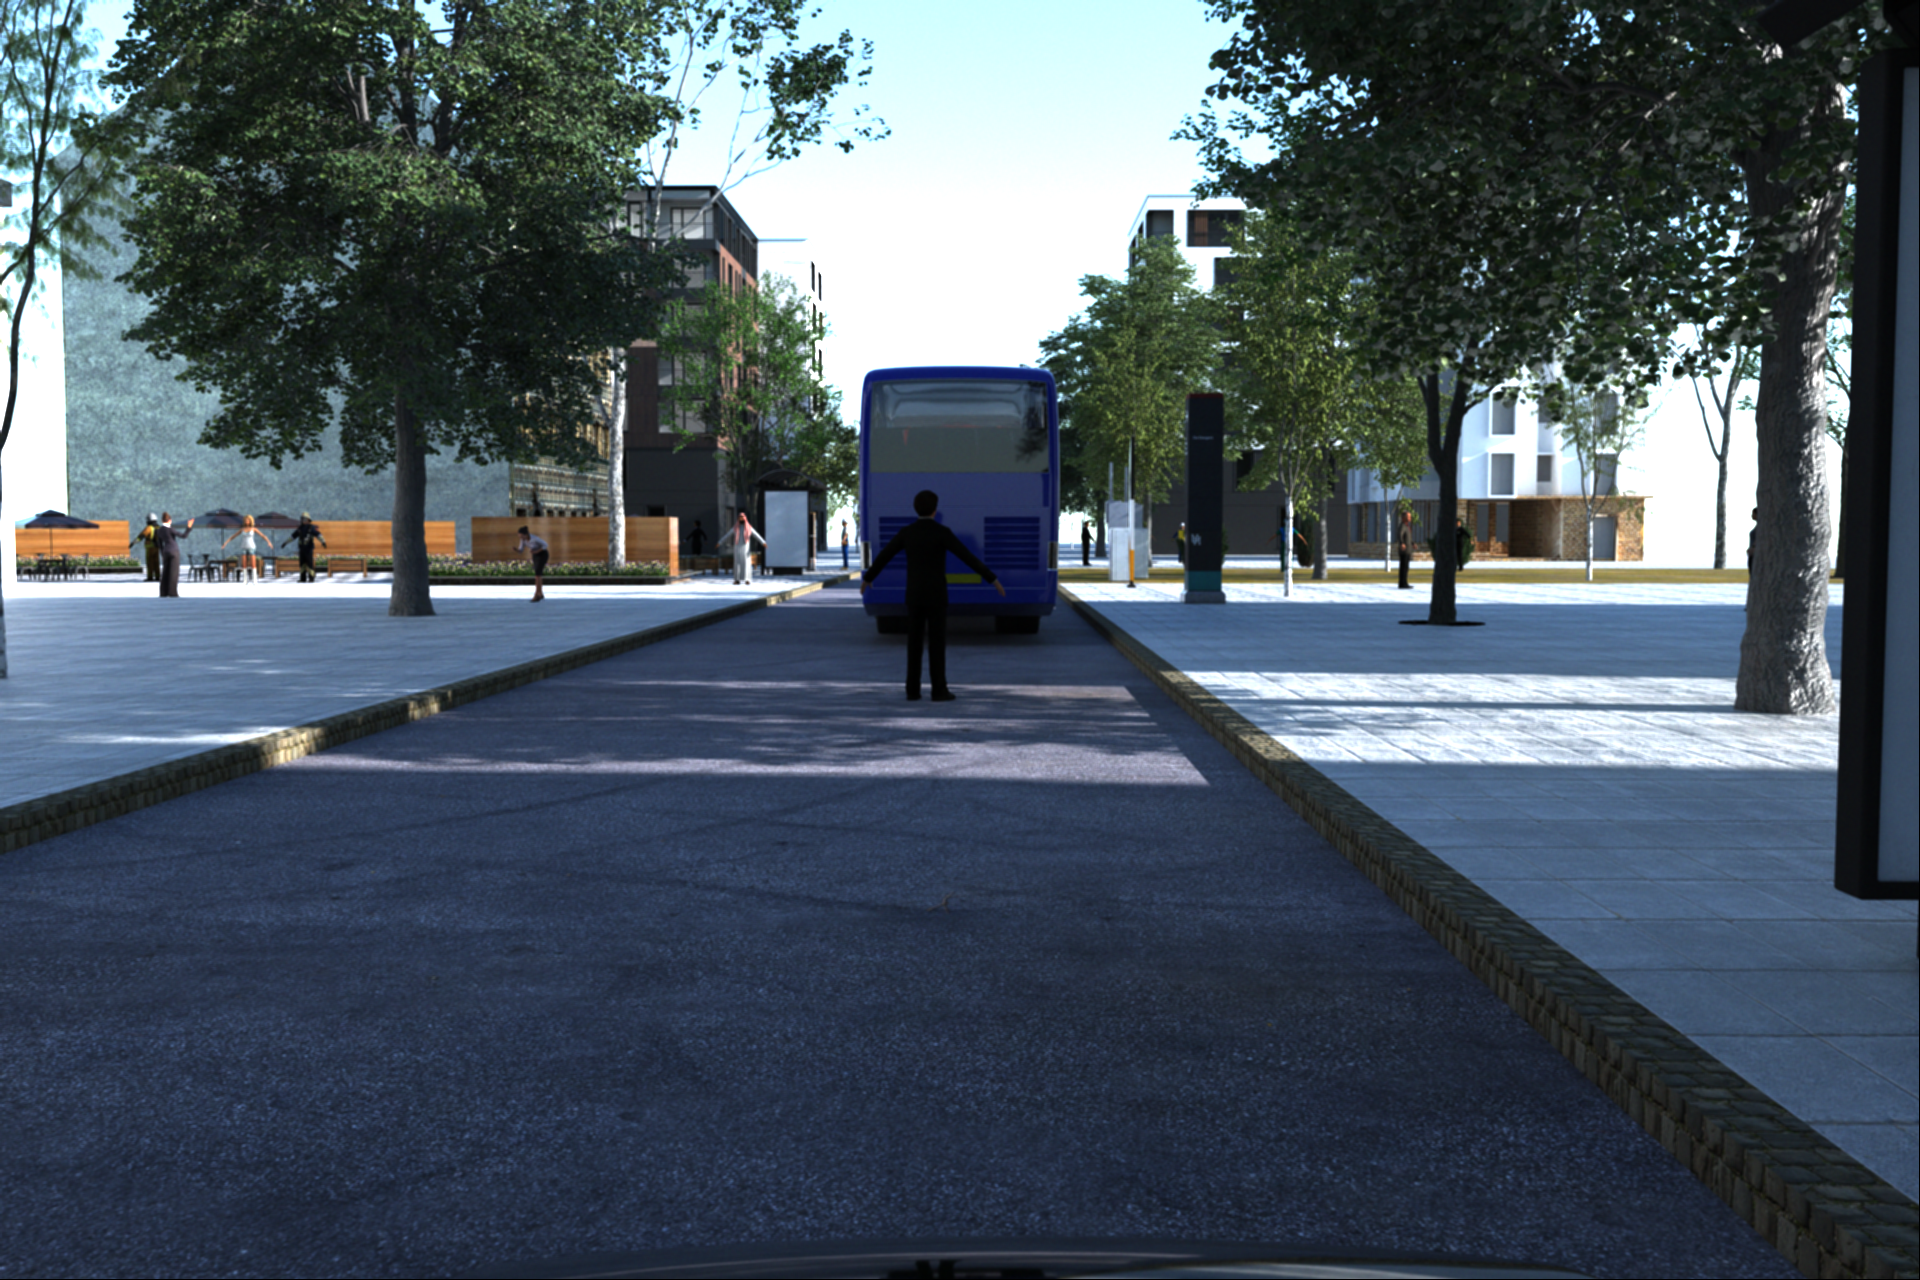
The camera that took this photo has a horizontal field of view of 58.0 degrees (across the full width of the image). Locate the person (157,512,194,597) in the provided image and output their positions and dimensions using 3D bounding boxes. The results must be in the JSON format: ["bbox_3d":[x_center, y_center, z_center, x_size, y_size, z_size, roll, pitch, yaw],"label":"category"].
[{"bbox_3d":[-15.983,-1.742,35.320,0.742,1.727,0.445,-1,4,-16],"label":"person"}]

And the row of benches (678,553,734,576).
[{"bbox_3d":[-8.143,-2.341,53.740,1.422,0.672,4.104,2,4,34],"label":"row of benches"}]

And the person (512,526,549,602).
[{"bbox_3d":[-8.072,-1.430,32.606,0.628,1.438,0.799,-1,4,-8],"label":"person"}]

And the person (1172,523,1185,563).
[{"bbox_3d":[9.940,-4.319,77.081,1.216,1.772,0.721,3,4,37],"label":"person"}]

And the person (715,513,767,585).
[{"bbox_3d":[-5.534,-2.312,43.941,1.347,1.811,0.704,0,4,5],"label":"person"}]

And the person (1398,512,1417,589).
[{"bbox_3d":[10.501,-2.116,40.774,0.705,1.807,1.348,2,4,27],"label":"person"}]

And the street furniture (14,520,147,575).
[{"bbox_3d":[-31.562,-3.011,56.085,9.812,1.723,11.010,-3,5,-40],"label":"street furniture"}]

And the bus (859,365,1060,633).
[{"bbox_3d":[-0.048,-2.218,27.816,2.896,3.916,12.251,0,4,0],"label":"bus"}]

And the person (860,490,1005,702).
[{"bbox_3d":[-0.274,-0.385,14.931,1.347,1.806,0.705,1,4,21],"label":"person"}]

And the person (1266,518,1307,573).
[{"bbox_3d":[10.903,-3.161,57.815,1.347,1.817,0.704,0,4,5],"label":"person"}]

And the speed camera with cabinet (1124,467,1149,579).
[{"bbox_3d":[5.072,-3.413,50.143,0.660,3.252,2.038,0,4,0],"label":"speed camera with cabinet"}]

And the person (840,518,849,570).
[{"bbox_3d":[-4.183,-3.468,62.559,0.705,1.847,1.347,0,4,-4],"label":"person"}]

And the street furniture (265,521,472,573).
[{"bbox_3d":[-18.985,-3.272,60.359,11.010,1.723,9.812,-1,4,-18],"label":"street furniture"}]

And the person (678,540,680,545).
[{"bbox_3d":[-13.507,-4.398,81.168,0.599,1.433,0.991,3,5,42],"label":"person"}]

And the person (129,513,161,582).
[{"bbox_3d":[-21.814,-2.506,46.742,0.705,1.858,1.354,1,4,21],"label":"person"}]

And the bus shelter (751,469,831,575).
[{"bbox_3d":[-5.449,-3.832,56.575,2.014,3.302,5.546,0,4,0],"label":"bus shelter"}]

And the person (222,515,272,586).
[{"bbox_3d":[-17.528,-2.202,42.614,1.214,1.753,0.721,0,4,-4],"label":"person"}]

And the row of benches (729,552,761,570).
[{"bbox_3d":[-7.193,-2.922,63.238,1.422,0.672,4.104,2,4,30],"label":"row of benches"}]

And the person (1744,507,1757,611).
[{"bbox_3d":[13.194,-1.350,28.888,0.721,1.737,1.217,1,4,23],"label":"person"}]

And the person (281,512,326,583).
[{"bbox_3d":[-17.295,-2.446,45.768,1.354,1.856,0.705,1,4,16],"label":"person"}]

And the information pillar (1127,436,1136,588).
[{"bbox_3d":[4.123,-3.073,41.603,0.183,3.616,0.504,0,4,1],"label":"information pillar"}]

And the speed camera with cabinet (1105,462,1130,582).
[{"bbox_3d":[4.330,-3.224,47.047,0.660,3.252,2.038,0,4,1],"label":"speed camera with cabinet"}]

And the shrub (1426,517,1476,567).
[{"bbox_3d":[17.978,-3.633,63.435,1.661,2.075,1.752,0,3,0],"label":"shrub"}]

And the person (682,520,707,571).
[{"bbox_3d":[-8.783,-3.103,57.461,0.721,1.740,1.216,2,4,32],"label":"person"}]

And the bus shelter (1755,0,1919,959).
[{"bbox_3d":[3.391,-0.529,2.569,2.014,3.302,5.546,0,4,1],"label":"bus shelter"}]

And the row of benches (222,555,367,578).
[{"bbox_3d":[-19.591,-2.164,50.841,4.104,0.672,1.422,-1,4,-16],"label":"row of benches"}]

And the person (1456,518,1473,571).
[{"bbox_3d":[17.149,-3.290,59.727,0.705,1.837,1.347,-3,5,-39],"label":"person"}]

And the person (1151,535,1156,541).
[{"bbox_3d":[8.988,-4.771,84.815,1.217,1.733,0.721,1,4,11],"label":"person"}]

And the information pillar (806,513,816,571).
[{"bbox_3d":[-5.162,-3.387,59.877,0.304,2.012,0.304,0,4,2],"label":"information pillar"}]

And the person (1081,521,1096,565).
[{"bbox_3d":[5.200,-3.955,70.882,0.704,1.802,1.346,-1,4,-18],"label":"person"}]

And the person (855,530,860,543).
[{"bbox_3d":[-3.793,-3.871,69.474,0.705,1.806,1.347,3,5,39],"label":"person"}]

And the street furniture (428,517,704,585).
[{"bbox_3d":[-11.568,-2.387,45.889,9.812,1.723,11.010,0,4,-3],"label":"street furniture"}]

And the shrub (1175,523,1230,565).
[{"bbox_3d":[7.855,-3.181,56.047,1.661,2.075,1.752,0,3,0],"label":"shrub"}]

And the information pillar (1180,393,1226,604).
[{"bbox_3d":[4.520,-2.617,32.159,0.750,3.857,0.750,0,4,1],"label":"information pillar"}]
